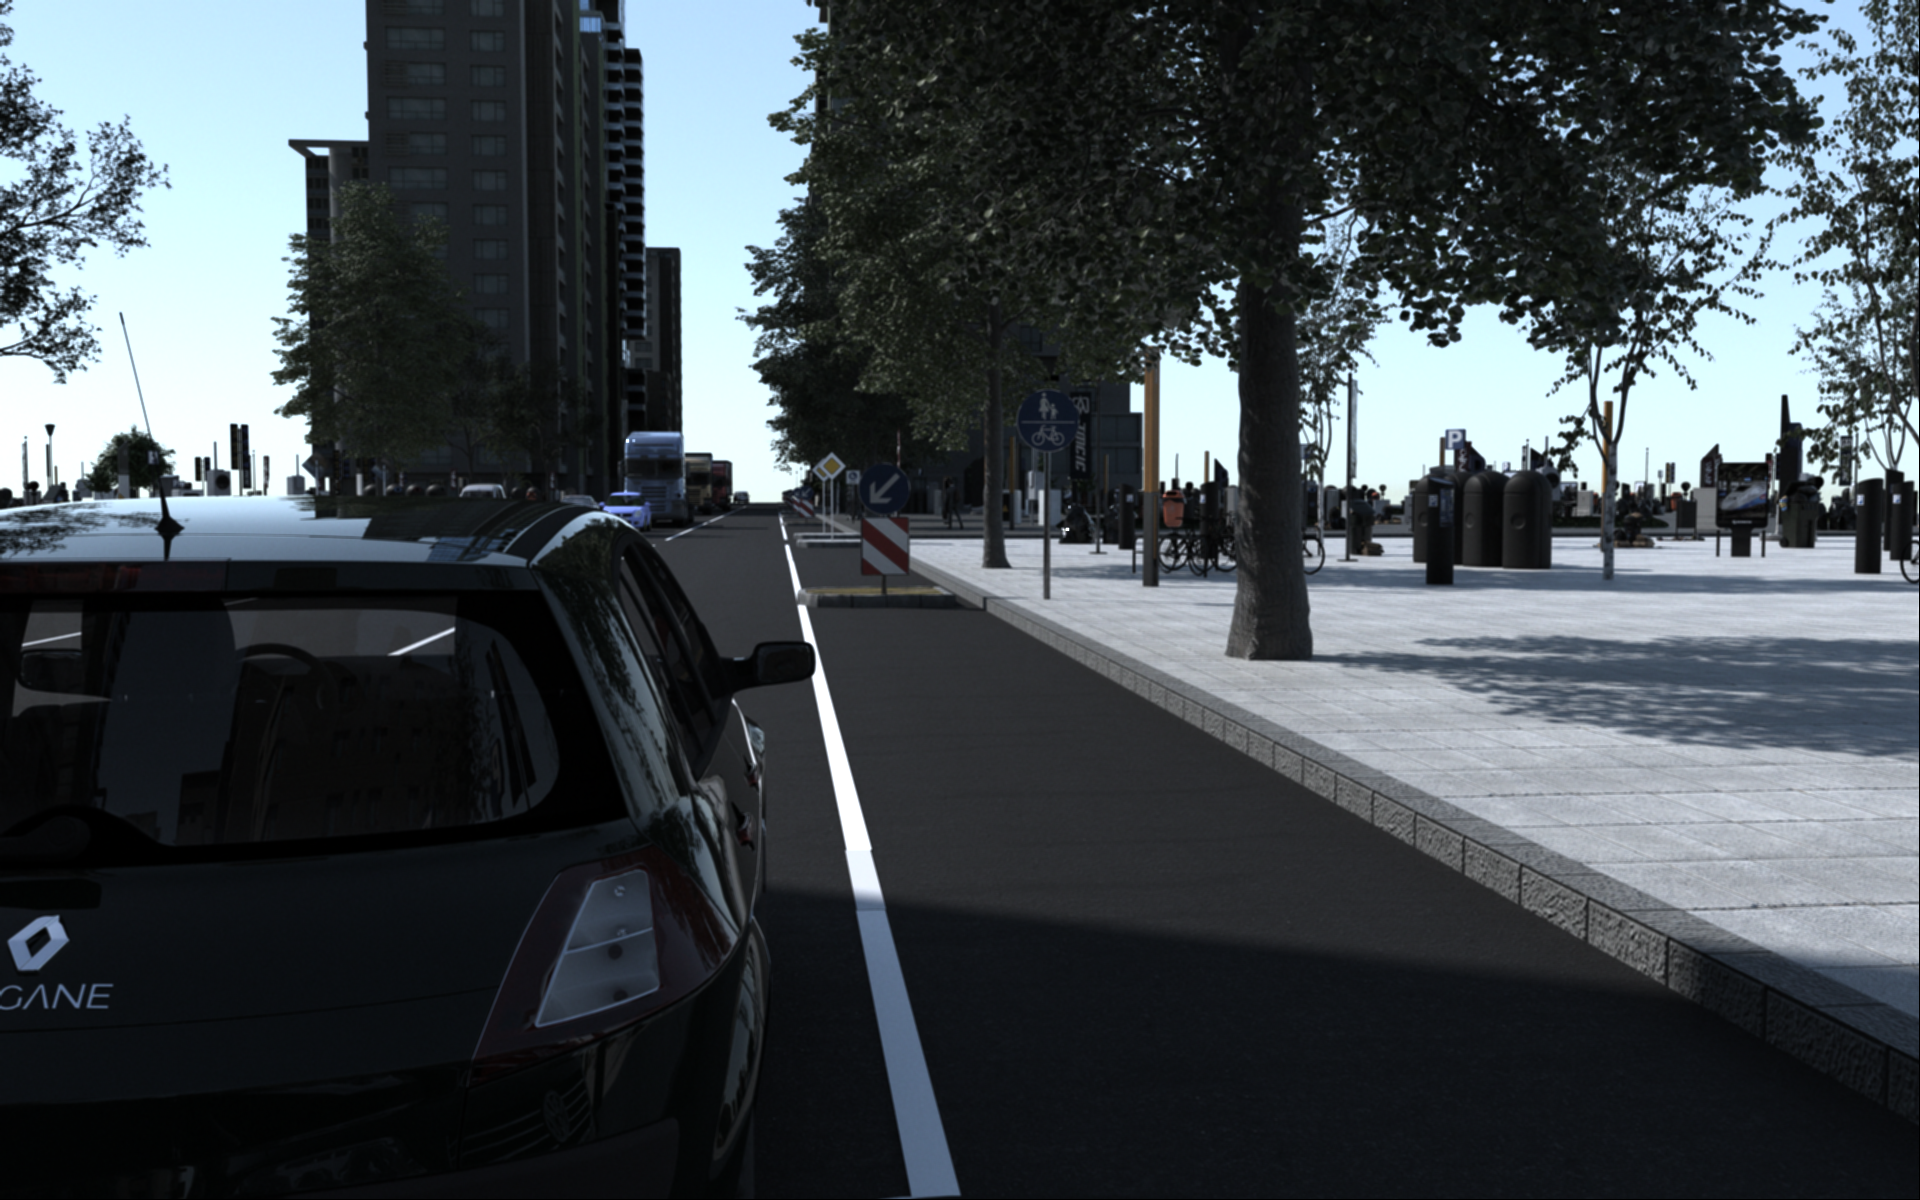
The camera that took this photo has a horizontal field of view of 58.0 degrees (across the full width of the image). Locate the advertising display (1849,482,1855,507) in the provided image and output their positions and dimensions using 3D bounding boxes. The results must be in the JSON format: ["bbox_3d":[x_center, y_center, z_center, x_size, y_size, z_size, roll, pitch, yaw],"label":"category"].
[{"bbox_3d":[47.196,-5.279,91.531,0.123,1.923,0.974,1,4,13],"label":"advertising display"}]

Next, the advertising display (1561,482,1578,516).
[{"bbox_3d":[32.340,-5.314,92.092,0.974,1.923,0.123,3,5,40],"label":"advertising display"}]

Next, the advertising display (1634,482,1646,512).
[{"bbox_3d":[35.130,-5.151,89.431,0.123,1.923,0.974,0,4,-6],"label":"advertising display"}]

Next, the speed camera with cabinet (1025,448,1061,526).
[{"bbox_3d":[3.391,-4.592,69.408,0.660,3.252,2.038,-1,4,-21],"label":"speed camera with cabinet"}]

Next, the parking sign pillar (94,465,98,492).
[{"bbox_3d":[-57.049,-7.746,115.124,1.447,3.967,1.447,0,4,3],"label":"parking sign pillar"}]

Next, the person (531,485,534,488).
[{"bbox_3d":[-27.280,-6.377,110.164,0.748,1.841,0.638,1,4,10],"label":"person"}]

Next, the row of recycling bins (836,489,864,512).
[{"bbox_3d":[-7.264,-7.205,124.906,3.534,1.692,1.069,-2,4,-31],"label":"row of recycling bins"}]

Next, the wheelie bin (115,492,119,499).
[{"bbox_3d":[-51.494,-6.030,106.501,0.980,1.594,0.693,3,5,44],"label":"wheelie bin"}]

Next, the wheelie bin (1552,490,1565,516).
[{"bbox_3d":[27.368,-4.391,79.704,0.693,1.594,0.980,-2,4,-35],"label":"wheelie bin"}]

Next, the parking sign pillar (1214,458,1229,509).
[{"bbox_3d":[19.837,-8.742,131.406,1.447,3.967,1.447,3,5,44],"label":"parking sign pillar"}]

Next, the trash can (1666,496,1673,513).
[{"bbox_3d":[48.951,-6.605,119.639,0.748,1.137,0.748,0,3,0],"label":"trash can"}]

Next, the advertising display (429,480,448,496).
[{"bbox_3d":[-23.459,-4.449,77.948,0.974,1.923,0.123,2,4,28],"label":"advertising display"}]

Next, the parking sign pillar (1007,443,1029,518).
[{"bbox_3d":[2.988,-6.366,92.561,1.447,3.967,1.447,-2,4,-29],"label":"parking sign pillar"}]

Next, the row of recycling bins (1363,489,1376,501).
[{"bbox_3d":[30.187,-7.654,132.258,3.534,1.692,1.069,3,5,42],"label":"row of recycling bins"}]

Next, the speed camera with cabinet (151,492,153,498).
[{"bbox_3d":[-57.145,-7.959,124.469,0.660,3.252,2.038,2,4,27],"label":"speed camera with cabinet"}]

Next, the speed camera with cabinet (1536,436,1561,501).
[{"bbox_3d":[19.309,-3.944,58.823,2.038,3.252,0.660,0,4,-5],"label":"speed camera with cabinet"}]

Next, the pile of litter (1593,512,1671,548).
[{"bbox_3d":[16.133,-1.689,41.580,1.176,0.858,1.719,-3,5,-41],"label":"pile of litter"}]

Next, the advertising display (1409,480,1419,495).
[{"bbox_3d":[21.244,-4.617,80.709,0.123,1.923,0.974,-1,4,-17],"label":"advertising display"}]

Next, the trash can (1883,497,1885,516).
[{"bbox_3d":[43.678,-4.329,82.424,0.748,1.137,0.748,0,3,0],"label":"trash can"}]

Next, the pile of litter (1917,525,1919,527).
[{"bbox_3d":[35.780,-3.036,63.603,1.719,0.858,1.176,-3,4,-36],"label":"pile of litter"}]

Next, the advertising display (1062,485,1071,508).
[{"bbox_3d":[7.912,-7.472,127.374,0.974,1.923,0.123,-3,5,-39],"label":"advertising display"}]

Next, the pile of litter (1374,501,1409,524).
[{"bbox_3d":[18.439,-3.689,74.275,1.719,0.858,1.176,1,4,12],"label":"pile of litter"}]

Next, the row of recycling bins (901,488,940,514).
[{"bbox_3d":[-2.608,-6.590,114.861,1.069,1.692,3.534,-3,5,-45],"label":"row of recycling bins"}]

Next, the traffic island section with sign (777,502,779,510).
[{"bbox_3d":[-9.928,-5.899,105.079,1.989,1.847,2.006,0,4,-6],"label":"traffic island section with sign"}]

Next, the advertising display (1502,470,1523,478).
[{"bbox_3d":[15.108,-2.555,46.985,0.123,1.923,0.974,-2,4,-32],"label":"advertising display"}]

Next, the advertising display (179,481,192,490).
[{"bbox_3d":[-42.903,-5.527,95.586,0.974,1.923,0.123,-2,4,-26],"label":"advertising display"}]

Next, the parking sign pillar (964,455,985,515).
[{"bbox_3d":[1.381,-7.247,106.963,1.447,3.967,1.447,2,4,25],"label":"parking sign pillar"}]

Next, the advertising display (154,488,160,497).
[{"bbox_3d":[-56.960,-7.223,123.306,0.974,1.923,0.123,0,4,8],"label":"advertising display"}]

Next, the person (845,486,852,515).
[{"bbox_3d":[-6.766,-6.062,105.332,0.526,1.800,0.537,-1,4,-20],"label":"person"}]

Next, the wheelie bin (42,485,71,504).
[{"bbox_3d":[-30.569,-3.103,58.637,0.980,1.594,0.693,2,4,28],"label":"wheelie bin"}]

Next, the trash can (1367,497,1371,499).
[{"bbox_3d":[24.210,-5.498,101.550,0.748,1.137,0.748,0,3,0],"label":"trash can"}]

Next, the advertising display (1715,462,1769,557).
[{"bbox_3d":[15.972,-1.845,35.379,0.974,1.923,0.123,1,4,20],"label":"advertising display"}]

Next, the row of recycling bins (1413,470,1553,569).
[{"bbox_3d":[9.321,-1.467,31.102,1.069,1.692,3.534,-1,4,-18],"label":"row of recycling bins"}]

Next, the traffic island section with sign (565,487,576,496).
[{"bbox_3d":[-23.289,-5.813,103.668,1.989,1.847,2.006,0,4,-6],"label":"traffic island section with sign"}]

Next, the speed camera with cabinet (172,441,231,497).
[{"bbox_3d":[-28.210,-4.286,64.411,0.660,3.252,2.038,3,4,37],"label":"speed camera with cabinet"}]

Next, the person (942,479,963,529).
[{"bbox_3d":[-0.259,-3.502,63.270,0.622,1.834,0.822,-2,4,-29],"label":"person"}]

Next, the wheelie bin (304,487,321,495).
[{"bbox_3d":[-30.008,-4.428,80.308,0.693,1.594,0.980,0,4,6],"label":"wheelie bin"}]

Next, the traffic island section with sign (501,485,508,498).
[{"bbox_3d":[-20.420,-4.174,76.866,1.989,1.847,2.006,0,4,-6],"label":"traffic island section with sign"}]

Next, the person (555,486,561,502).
[{"bbox_3d":[-29.434,-7.406,126.980,0.795,1.843,0.661,-2,4,-30],"label":"person"}]

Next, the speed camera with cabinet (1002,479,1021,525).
[{"bbox_3d":[2.519,-4.800,72.822,2.038,3.252,0.660,2,4,25],"label":"speed camera with cabinet"}]

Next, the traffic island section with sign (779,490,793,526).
[{"bbox_3d":[-7.068,-4.260,78.275,1.989,1.847,2.006,0,4,-6],"label":"traffic island section with sign"}]

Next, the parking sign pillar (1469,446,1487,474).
[{"bbox_3d":[25.656,-5.986,86.335,1.447,3.967,1.447,-2,4,-30],"label":"parking sign pillar"}]

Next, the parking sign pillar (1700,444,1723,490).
[{"bbox_3d":[40.577,-6.427,93.561,1.447,3.967,1.447,-1,4,-13],"label":"parking sign pillar"}]

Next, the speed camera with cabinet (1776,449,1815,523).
[{"bbox_3d":[36.723,-4.999,76.077,2.038,3.252,0.660,-2,4,-35],"label":"speed camera with cabinet"}]

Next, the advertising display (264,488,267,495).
[{"bbox_3d":[-44.443,-6.459,110.814,0.123,1.923,0.974,-1,4,-18],"label":"advertising display"}]

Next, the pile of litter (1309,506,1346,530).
[{"bbox_3d":[13.257,-2.954,62.265,1.719,0.858,1.176,-1,4,-20],"label":"pile of litter"}]

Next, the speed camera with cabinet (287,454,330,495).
[{"bbox_3d":[-32.576,-5.641,86.566,0.660,3.252,2.038,3,4,36],"label":"speed camera with cabinet"}]

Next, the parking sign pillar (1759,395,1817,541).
[{"bbox_3d":[22.787,-3.613,47.542,1.447,3.967,1.447,2,4,30],"label":"parking sign pillar"}]

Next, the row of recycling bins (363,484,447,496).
[{"bbox_3d":[-23.665,-4.082,73.853,3.534,1.692,1.069,-3,4,-38],"label":"row of recycling bins"}]

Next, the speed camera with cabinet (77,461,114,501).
[{"bbox_3d":[-52.313,-6.758,104.832,2.038,3.252,0.660,0,4,5],"label":"speed camera with cabinet"}]

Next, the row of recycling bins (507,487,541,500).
[{"bbox_3d":[-26.984,-5.931,104.088,3.534,1.692,1.069,-1,4,-16],"label":"row of recycling bins"}]

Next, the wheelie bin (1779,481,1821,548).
[{"bbox_3d":[20.045,-2.041,41.274,0.980,1.594,0.693,-1,4,-18],"label":"wheelie bin"}]

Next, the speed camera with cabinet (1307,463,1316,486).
[{"bbox_3d":[23.206,-7.162,111.440,2.038,3.252,0.660,0,4,-2],"label":"speed camera with cabinet"}]

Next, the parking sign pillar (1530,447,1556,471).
[{"bbox_3d":[33.536,-6.811,99.829,1.447,3.967,1.447,1,4,9],"label":"parking sign pillar"}]

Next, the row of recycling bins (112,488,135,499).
[{"bbox_3d":[-54.119,-6.393,111.637,3.534,1.692,1.069,3,5,40],"label":"row of recycling bins"}]

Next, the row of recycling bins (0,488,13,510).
[{"bbox_3d":[-63.352,-6.436,112.339,1.069,1.692,3.534,3,5,39],"label":"row of recycling bins"}]

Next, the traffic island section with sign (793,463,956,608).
[{"bbox_3d":[-1.146,-0.864,22.759,1.989,1.847,2.006,0,4,-6],"label":"traffic island section with sign"}]

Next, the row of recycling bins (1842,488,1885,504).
[{"bbox_3d":[58.993,-6.416,112.021,3.534,1.692,1.069,2,4,30],"label":"row of recycling bins"}]

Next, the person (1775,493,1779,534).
[{"bbox_3d":[26.794,-2.892,56.328,0.362,1.759,0.519,-1,4,-22],"label":"person"}]

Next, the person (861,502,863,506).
[{"bbox_3d":[-6.504,-6.998,120.583,0.709,1.813,0.853,-2,4,-33],"label":"person"}]
